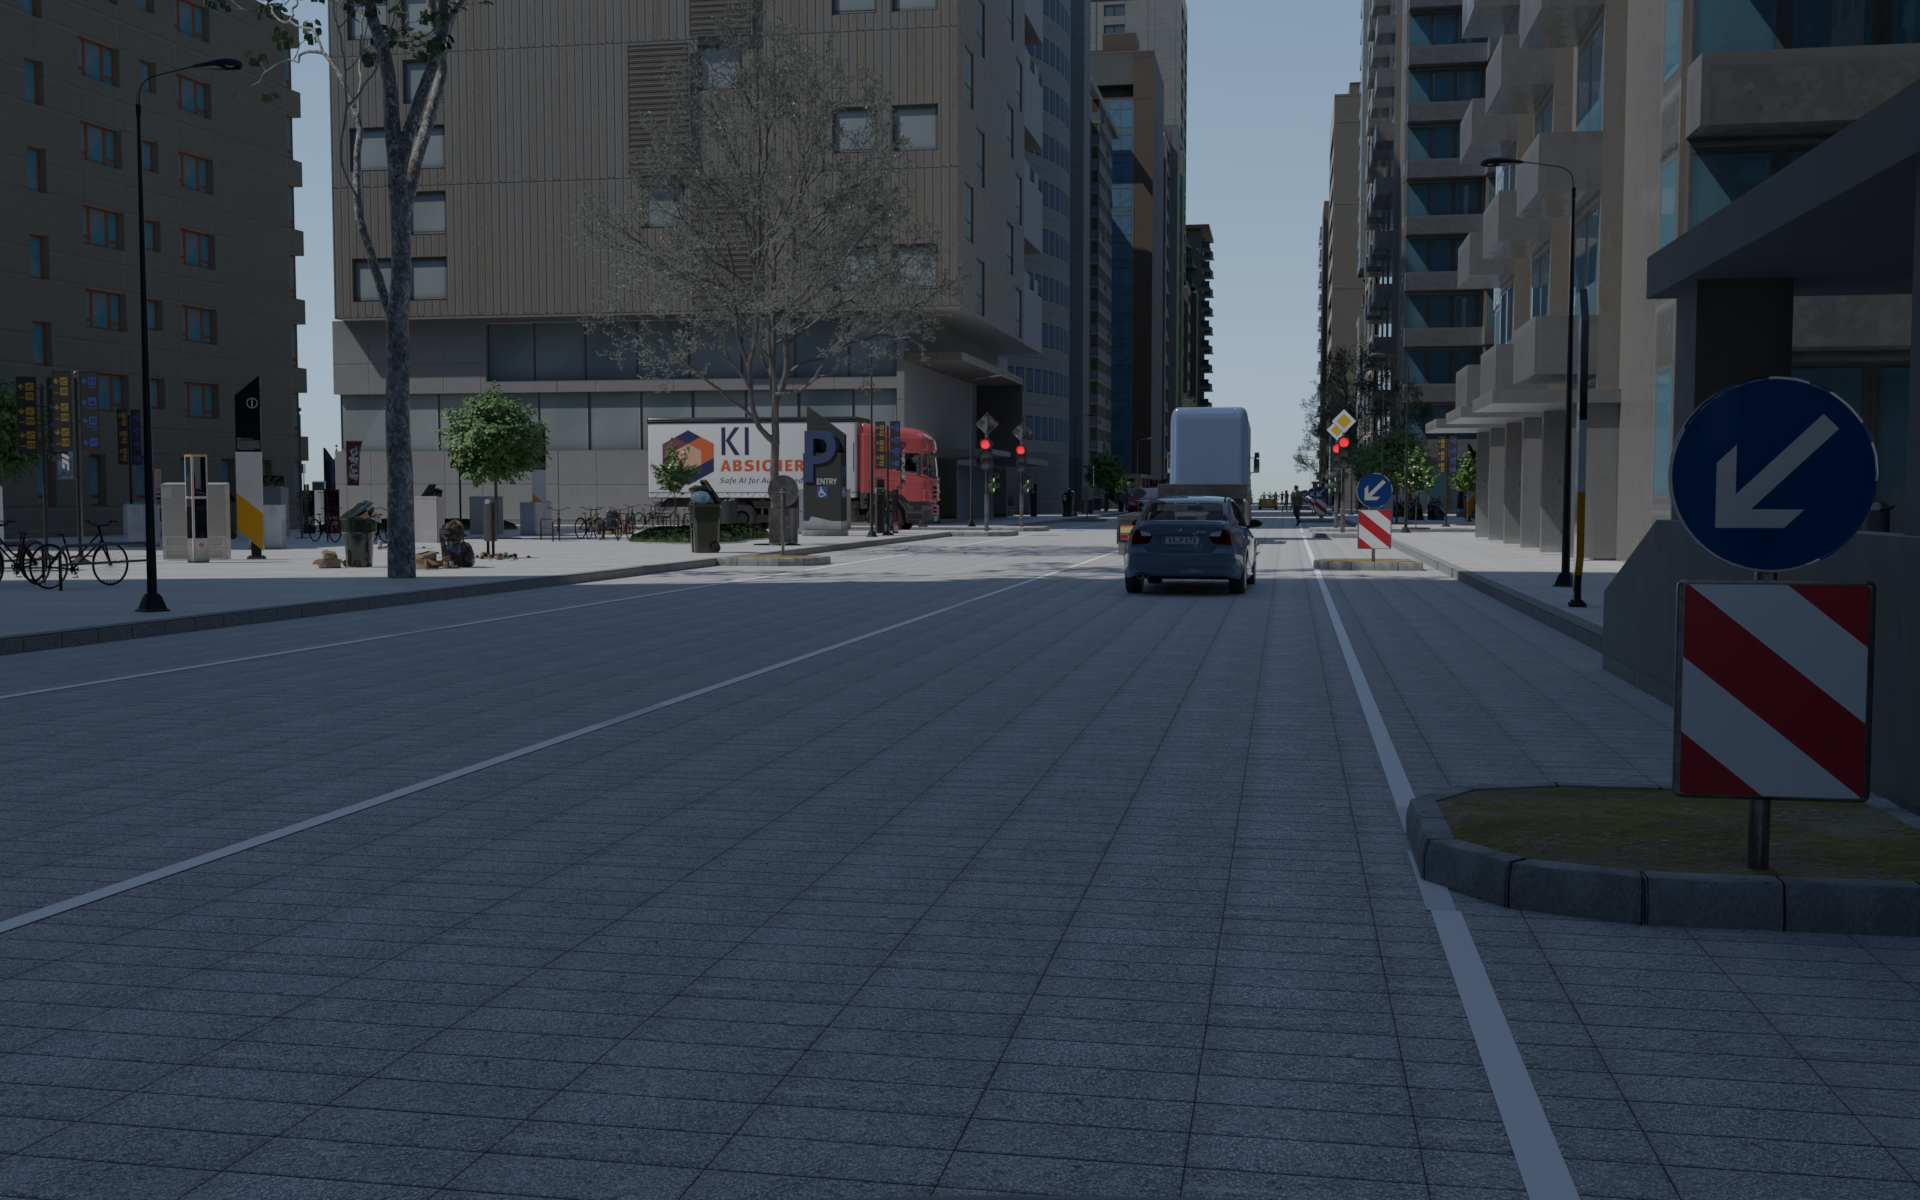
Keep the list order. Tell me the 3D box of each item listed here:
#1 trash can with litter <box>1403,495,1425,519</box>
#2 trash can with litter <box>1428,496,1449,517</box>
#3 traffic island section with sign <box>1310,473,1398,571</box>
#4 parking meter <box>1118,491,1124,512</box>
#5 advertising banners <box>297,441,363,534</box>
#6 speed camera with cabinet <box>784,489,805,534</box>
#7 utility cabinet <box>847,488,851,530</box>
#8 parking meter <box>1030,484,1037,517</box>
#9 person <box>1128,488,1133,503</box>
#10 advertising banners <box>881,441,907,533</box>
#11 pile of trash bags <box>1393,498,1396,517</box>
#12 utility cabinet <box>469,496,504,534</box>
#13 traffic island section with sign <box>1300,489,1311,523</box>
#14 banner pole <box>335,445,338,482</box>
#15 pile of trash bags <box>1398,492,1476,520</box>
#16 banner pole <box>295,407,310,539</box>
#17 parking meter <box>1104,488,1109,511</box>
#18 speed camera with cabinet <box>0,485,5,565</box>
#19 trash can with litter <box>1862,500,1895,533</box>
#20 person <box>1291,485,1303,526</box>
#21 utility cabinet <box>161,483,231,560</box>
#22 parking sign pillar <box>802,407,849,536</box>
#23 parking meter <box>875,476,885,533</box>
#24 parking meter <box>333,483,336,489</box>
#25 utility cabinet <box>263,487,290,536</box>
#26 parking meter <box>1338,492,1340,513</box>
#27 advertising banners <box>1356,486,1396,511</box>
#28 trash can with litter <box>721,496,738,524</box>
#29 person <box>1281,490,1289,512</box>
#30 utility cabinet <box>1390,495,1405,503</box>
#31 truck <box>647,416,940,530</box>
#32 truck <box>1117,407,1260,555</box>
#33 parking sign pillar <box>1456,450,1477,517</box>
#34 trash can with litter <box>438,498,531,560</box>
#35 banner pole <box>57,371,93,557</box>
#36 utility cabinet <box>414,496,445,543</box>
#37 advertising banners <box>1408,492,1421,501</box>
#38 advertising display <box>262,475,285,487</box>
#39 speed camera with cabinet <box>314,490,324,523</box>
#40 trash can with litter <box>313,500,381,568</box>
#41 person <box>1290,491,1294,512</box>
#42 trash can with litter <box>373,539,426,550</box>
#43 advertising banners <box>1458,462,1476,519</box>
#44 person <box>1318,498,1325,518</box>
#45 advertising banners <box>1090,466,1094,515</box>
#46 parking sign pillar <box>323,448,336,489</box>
[{"bbox_3d":[23.455,-4.725,88.308,1.678,1.210,2.233,1,4,16],"label":"trash can with litter"},{"bbox_3d":[25.194,-4.879,91.152,1.055,1.170,0.624,1,4,12],"label":"trash can with litter"},{"bbox_3d":[7.824,-1.511,33.326,1.989,1.847,2.006,1,4,11],"label":"traffic island section with sign"},{"bbox_3d":[11.526,-7.065,123.921,0.372,1.533,0.369,0,3,0],"label":"parking meter"},{"bbox_3d":[-20.537,-3.688,56.490,2.074,3.025,0.090,-2,4,-28],"label":"advertising banners"},{"bbox_3d":[-5.007,-3.747,55.595,2.038,3.252,0.660,-1,4,-19],"label":"speed camera with cabinet"},{"bbox_3d":[-4.248,-3.201,61.007,0.318,1.500,1.173,2,4,25],"label":"utility cabinet"},{"bbox_3d":[4.153,-5.640,97.926,0.399,1.863,0.255,1,4,12],"label":"parking meter"},{"bbox_3d":[9.668,-5.425,97.375,0.526,1.800,0.537,3,4,36],"label":"person"},{"bbox_3d":[-2.135,-3.705,56.760,0.090,3.025,2.074,1,4,20],"label":"advertising banners"},{"bbox_3d":[24.398,-5.389,97.869,1.912,1.369,3.447,0,4,-5],"label":"pile of trash bags"},{"bbox_3d":[-15.084,-2.692,55.179,1.020,1.237,0.306,-1,4,-10],"label":"utility cabinet"},{"bbox_3d":[18.062,-4.821,87.448,1.989,1.847,2.006,1,4,11],"label":"traffic island section with sign"},{"bbox_3d":[-31.531,-5.969,87.609,0.401,3.779,0.863,-1,4,-12],"label":"banner pole"},{"bbox_3d":[23.528,-4.602,84.992,3.447,1.369,1.912,2,4,24],"label":"pile of trash bags"},{"bbox_3d":[-19.151,-3.685,50.273,0.401,3.779,0.863,-2,4,-24],"label":"banner pole"},{"bbox_3d":[11.251,-7.803,133.291,0.255,1.863,0.399,-2,4,-24],"label":"parking meter"},{"bbox_3d":[-16.790,-2.139,29.309,0.660,3.252,2.038,-1,4,-16],"label":"speed camera with cabinet"},{"bbox_3d":[10.987,-0.585,20.615,1.678,1.210,2.233,0,4,1],"label":"trash can with litter"},{"bbox_3d":[15.200,-4.262,78.091,0.656,1.842,0.836,2,4,29],"label":"person"},{"bbox_3d":[-14.785,-1.520,33.527,1.173,1.500,0.318,0,4,-7],"label":"utility cabinet"},{"bbox_3d":[-4.142,-3.951,53.069,1.447,3.967,1.447,1,4,22],"label":"parking sign pillar"},{"bbox_3d":[-2.636,-3.128,56.848,0.255,1.863,0.399,-1,4,-16],"label":"parking meter"},{"bbox_3d":[-29.895,-4.737,83.163,0.399,1.863,0.255,2,4,34],"label":"parking meter"},{"bbox_3d":[-20.673,-2.658,52.141,1.173,1.500,0.318,2,4,33],"label":"utility cabinet"},{"bbox_3d":[25.638,-6.842,117.584,0.255,1.863,0.399,0,4,4],"label":"parking meter"},{"bbox_3d":[20.015,-5.294,82.752,2.074,3.025,0.090,1,4,12],"label":"advertising banners"},{"bbox_3d":[-6.667,-2.567,53.032,2.233,1.210,1.678,-1,4,-10],"label":"trash can with litter"},{"bbox_3d":[25.913,-7.880,137.929,0.643,1.750,0.593,1,4,21],"label":"person"},{"bbox_3d":[26.076,-5.650,103.541,1.020,1.237,0.306,-1,4,-20],"label":"utility cabinet"},{"bbox_3d":[-5.770,-4.593,64.005,11.283,4.237,2.839,1,4,9],"label":"truck"},{"bbox_3d":[6.568,-3.562,47.991,2.967,4.110,18.799,1,4,11],"label":"truck"},{"bbox_3d":[28.442,-6.612,96.585,1.447,3.967,1.447,0,4,3],"label":"parking sign pillar"},{"bbox_3d":[-9.311,-1.417,34.232,1.678,1.210,2.233,-2,4,-27],"label":"trash can with litter"},{"bbox_3d":[-18.147,-2.773,35.353,0.863,3.779,0.401,2,4,24],"label":"banner pole"},{"bbox_3d":[-14.049,-2.107,45.614,1.020,1.237,0.306,2,4,26],"label":"utility cabinet"},{"bbox_3d":[27.580,-6.727,106.180,0.090,3.025,2.074,-1,4,-21],"label":"advertising banners"},{"bbox_3d":[-23.766,-3.333,59.703,0.974,1.923,0.123,-1,4,-16],"label":"advertising display"},{"bbox_3d":[-29.486,-5.071,77.250,2.038,3.252,0.660,0,4,-7],"label":"speed camera with cabinet"},{"bbox_3d":[-10.674,-1.148,30.151,1.055,1.170,0.624,-3,5,-44],"label":"trash can with litter"},{"bbox_3d":[26.859,-7.963,139.700,0.512,1.701,0.522,1,4,13],"label":"person"},{"bbox_3d":[-13.352,-1.793,40.377,1.678,1.210,2.233,-1,4,-15],"label":"trash can with litter"},{"bbox_3d":[26.156,-5.688,89.183,0.090,3.025,2.074,-1,4,-13],"label":"advertising banners"},{"bbox_3d":[21.457,-5.728,102.708,0.362,1.759,0.519,3,5,40],"label":"person"},{"bbox_3d":[8.112,-6.747,106.496,0.090,3.025,2.074,1,4,12],"label":"advertising banners"},{"bbox_3d":[-36.725,-6.904,101.357,1.447,3.967,1.447,0,4,7],"label":"parking sign pillar"}]
